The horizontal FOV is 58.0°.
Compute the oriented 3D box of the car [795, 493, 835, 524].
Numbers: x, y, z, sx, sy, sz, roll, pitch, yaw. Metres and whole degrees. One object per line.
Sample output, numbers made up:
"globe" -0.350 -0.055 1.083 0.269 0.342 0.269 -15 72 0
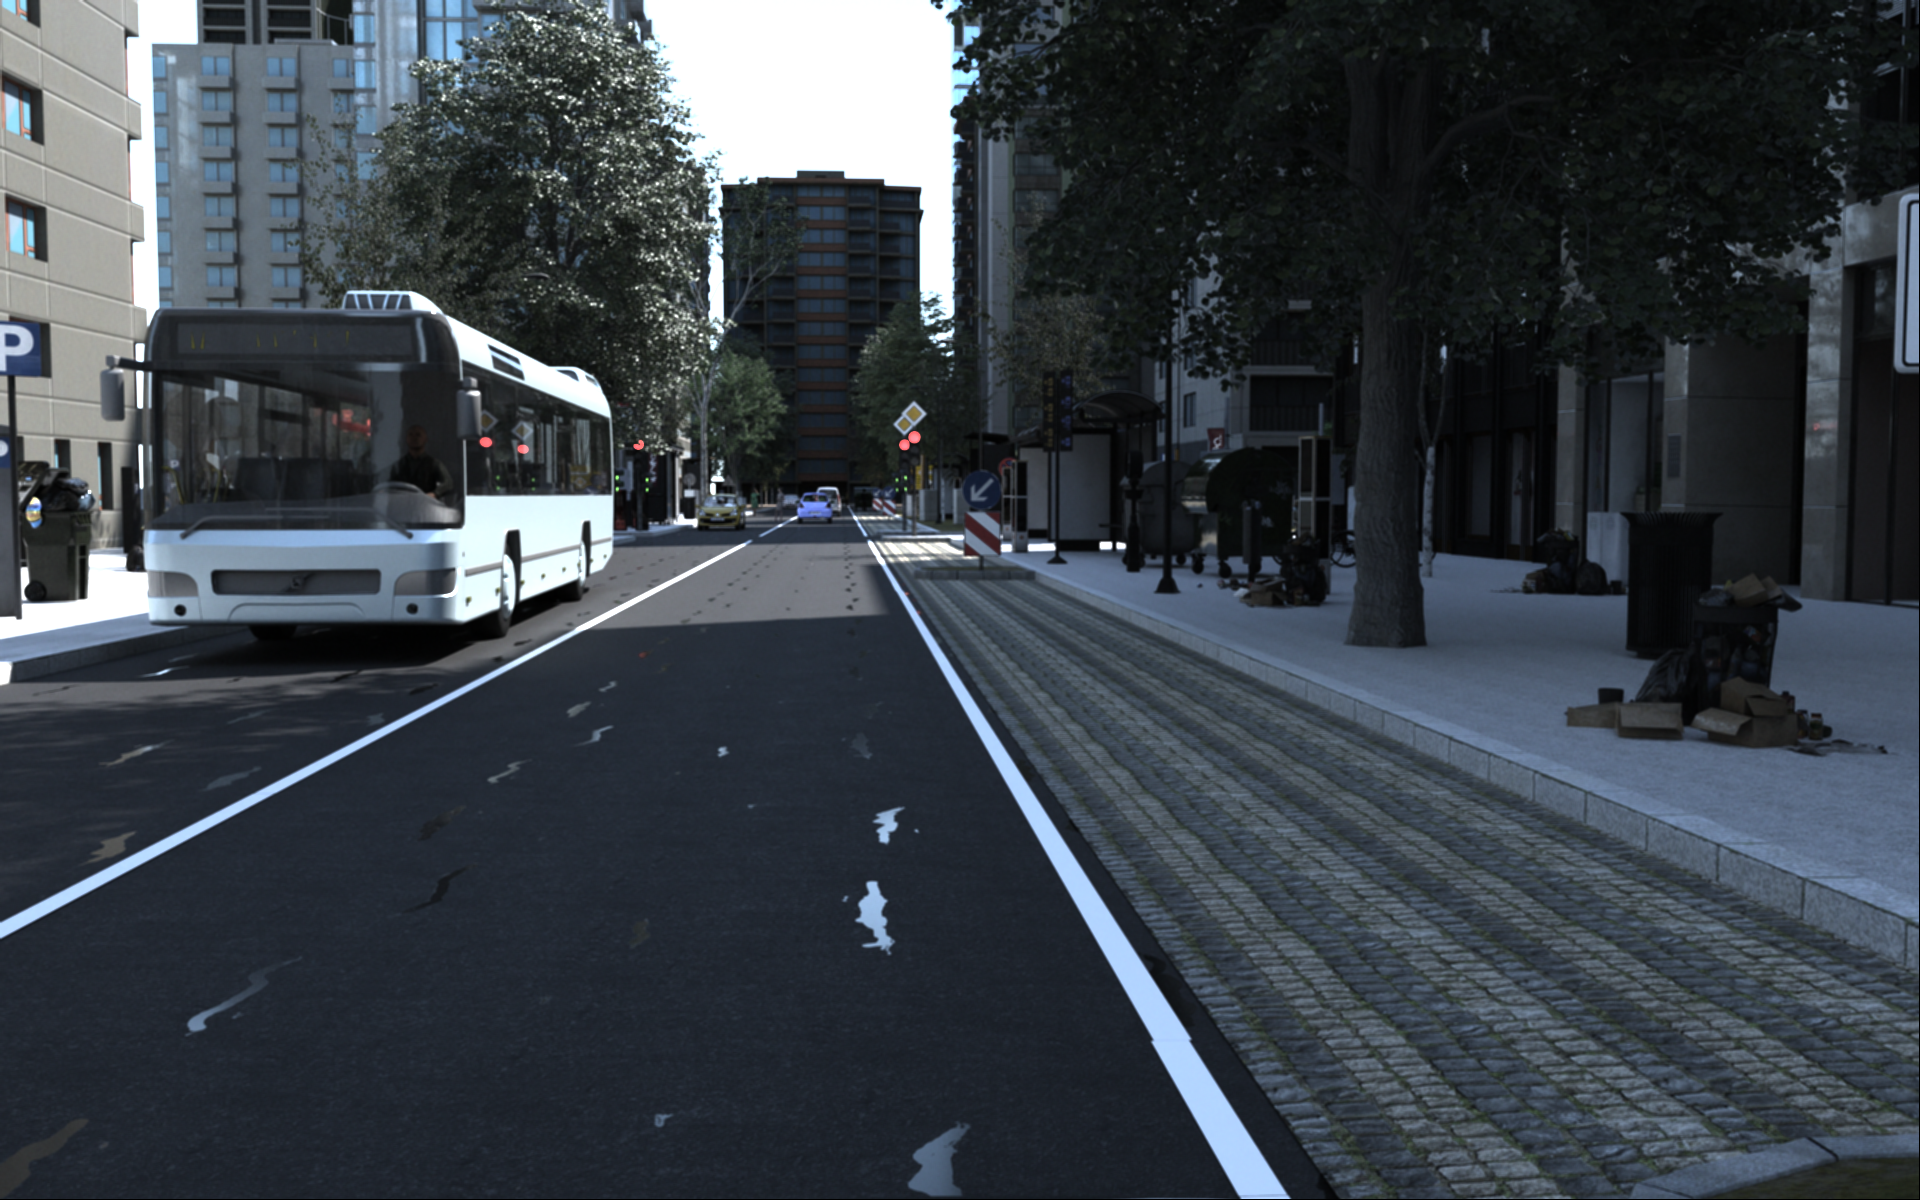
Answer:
"car" -7.152 -4.635 85.371 1.945 1.707 3.694 0 4 -5

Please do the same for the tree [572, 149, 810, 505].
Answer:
"tree" -15.461 -14.613 94.803 12.611 20.169 13.585 0 3 0

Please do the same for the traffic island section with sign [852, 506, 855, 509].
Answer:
"traffic island section with sign" -8.885 -9.366 161.763 1.989 1.847 2.006 0 4 -4

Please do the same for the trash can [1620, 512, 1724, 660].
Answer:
"trash can" 5.527 -0.113 13.495 0.748 1.137 0.748 0 3 0

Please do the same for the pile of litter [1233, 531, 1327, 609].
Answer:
"pile of litter" 3.738 -0.384 20.247 1.176 0.858 1.719 2 4 34

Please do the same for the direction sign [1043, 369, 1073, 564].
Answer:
"direction sign" 1.795 -2.440 31.895 0.379 3.537 0.876 -2 4 -33

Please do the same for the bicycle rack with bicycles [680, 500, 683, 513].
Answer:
"bicycle rack with bicycles" -18.541 -6.270 115.893 2.925 0.926 2.852 2 4 35

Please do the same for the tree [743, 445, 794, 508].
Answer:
"tree" -21.799 -15.042 196.294 4.737 8.622 4.395 0 3 0

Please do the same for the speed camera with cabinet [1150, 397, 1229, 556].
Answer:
"speed camera with cabinet" 4.845 -2.538 35.835 0.660 3.252 2.038 -3 5 -43

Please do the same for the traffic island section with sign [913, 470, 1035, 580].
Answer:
"traffic island section with sign" 0.205 -1.281 29.567 1.989 1.847 2.006 0 4 -4

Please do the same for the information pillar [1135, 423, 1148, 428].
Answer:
"information pillar" 5.022 -3.466 48.017 0.183 3.616 0.504 -2 4 -33

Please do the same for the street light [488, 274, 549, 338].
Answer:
"street light" -9.362 -3.919 36.610 1.470 5.913 1.316 0 4 -4

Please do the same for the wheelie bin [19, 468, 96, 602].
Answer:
"wheelie bin" -10.858 -0.794 20.888 0.693 1.594 0.980 0 4 -6

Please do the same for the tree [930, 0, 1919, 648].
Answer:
"tree" 3.745 -6.586 14.343 9.857 13.997 8.962 0 3 0

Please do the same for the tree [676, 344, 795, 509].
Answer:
"tree" -15.854 -11.893 120.214 9.928 11.665 9.643 0 3 0

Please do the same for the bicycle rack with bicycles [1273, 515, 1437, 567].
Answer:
"bicycle rack with bicycles" 7.058 -1.085 31.119 2.925 0.926 2.852 1 4 9

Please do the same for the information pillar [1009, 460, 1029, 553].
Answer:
"information pillar" 1.314 -2.048 37.979 0.304 2.012 0.304 -1 4 -14

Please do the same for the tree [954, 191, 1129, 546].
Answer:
"tree" 2.343 -5.609 42.067 4.360 8.622 3.978 0 3 0

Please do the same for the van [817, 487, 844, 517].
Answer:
"van" -8.342 -6.259 109.344 2.013 2.044 4.112 0 4 -4

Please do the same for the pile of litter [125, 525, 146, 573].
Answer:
"pile of litter" -13.240 -0.922 29.034 1.176 0.858 1.719 1 4 22

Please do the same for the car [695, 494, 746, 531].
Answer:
"car" -9.540 -3.613 69.289 2.015 1.641 3.980 0 4 -3

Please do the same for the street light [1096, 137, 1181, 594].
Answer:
"street light" 2.152 -3.042 22.285 1.470 5.913 1.316 0 4 -4

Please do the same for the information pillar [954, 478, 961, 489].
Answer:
"information pillar" -0.097 -4.476 77.676 0.304 2.012 0.304 0 4 5

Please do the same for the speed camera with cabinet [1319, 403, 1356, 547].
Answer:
"speed camera with cabinet" 8.499 -2.638 37.460 2.038 3.252 0.660 3 5 44

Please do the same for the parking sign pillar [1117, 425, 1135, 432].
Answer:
"parking sign pillar" 5.180 -3.890 52.076 1.447 3.967 1.447 2 4 29

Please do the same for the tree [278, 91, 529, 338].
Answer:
"tree" -10.568 -5.018 32.407 4.360 8.622 3.978 0 3 0

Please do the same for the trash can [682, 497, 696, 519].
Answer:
"trash can" -13.679 -4.642 87.551 0.748 1.137 0.748 0 3 0

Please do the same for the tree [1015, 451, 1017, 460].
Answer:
"tree" 2.913 -7.578 107.612 4.285 4.588 4.351 0 3 0

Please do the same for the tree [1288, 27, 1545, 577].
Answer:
"tree" 7.211 -4.677 26.838 4.360 8.622 3.978 0 3 0

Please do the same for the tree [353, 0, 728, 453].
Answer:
"tree" -10.363 -8.375 43.588 9.857 13.997 8.962 0 3 0

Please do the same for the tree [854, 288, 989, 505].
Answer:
"tree" -2.296 -10.888 96.139 7.486 12.596 7.792 0 3 0

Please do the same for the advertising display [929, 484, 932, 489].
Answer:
"advertising display" -1.510 -6.268 107.697 0.974 1.923 0.123 -3 5 -43

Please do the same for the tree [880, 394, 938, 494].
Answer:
"tree" -3.574 -10.171 116.662 4.737 8.622 4.395 0 3 0

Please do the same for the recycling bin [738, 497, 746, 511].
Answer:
"recycling bin" -16.579 -7.216 130.532 0.722 1.027 0.722 2 4 24

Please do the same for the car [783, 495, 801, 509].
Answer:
"car" -16.592 -9.642 170.016 2.083 1.381 4.827 0 4 -4

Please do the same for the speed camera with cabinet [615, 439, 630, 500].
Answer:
"speed camera with cabinet" -12.939 -4.187 62.797 2.038 3.252 0.660 2 4 28

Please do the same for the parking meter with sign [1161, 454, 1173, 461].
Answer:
"parking meter with sign" 8.907 -4.837 75.347 0.543 3.016 1.738 0 4 1

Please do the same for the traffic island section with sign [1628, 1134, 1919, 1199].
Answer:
"traffic island section with sign" 2.068 0.379 2.436 1.989 1.847 2.006 0 4 -4

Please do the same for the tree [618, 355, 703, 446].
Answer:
"tree" -14.054 -8.010 81.326 4.360 8.622 3.978 0 3 0

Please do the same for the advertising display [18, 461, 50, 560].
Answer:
"advertising display" -18.255 -1.754 33.891 0.974 1.923 0.123 1 4 11

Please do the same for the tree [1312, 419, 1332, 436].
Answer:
"tree" 14.559 -5.002 65.497 4.285 4.588 4.351 0 3 0

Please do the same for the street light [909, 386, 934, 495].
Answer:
"street light" -1.460 -6.242 74.601 1.470 5.913 1.316 0 4 -4

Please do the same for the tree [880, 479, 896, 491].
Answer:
"tree" -8.010 -11.997 190.753 1.663 3.219 1.824 0 3 0

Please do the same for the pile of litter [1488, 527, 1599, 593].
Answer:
"pile of litter" 7.819 -0.520 22.475 1.176 0.858 1.719 -3 5 -45

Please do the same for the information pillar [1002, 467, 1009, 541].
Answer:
"information pillar" 1.351 -2.612 47.203 0.304 2.012 0.304 2 4 28

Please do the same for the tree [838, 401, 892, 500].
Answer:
"tree" -9.059 -18.286 209.338 12.009 13.543 11.850 0 3 0

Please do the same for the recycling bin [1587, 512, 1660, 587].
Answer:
"recycling bin" 9.273 -0.713 24.213 0.722 1.027 0.722 -1 4 -17

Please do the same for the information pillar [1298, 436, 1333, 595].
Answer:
"information pillar" 4.533 -1.078 22.121 0.304 2.012 0.304 -2 4 -29

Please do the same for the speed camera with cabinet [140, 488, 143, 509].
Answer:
"speed camera with cabinet" -24.161 -3.445 50.659 0.660 3.252 2.038 -3 5 -40

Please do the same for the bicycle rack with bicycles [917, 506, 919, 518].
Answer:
"bicycle rack with bicycles" -1.107 -4.866 92.947 2.925 0.926 2.852 -2 4 -32

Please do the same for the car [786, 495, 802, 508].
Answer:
"car" -16.879 -10.039 176.720 1.945 1.354 3.894 0 4 -4

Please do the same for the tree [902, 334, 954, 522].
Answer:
"tree" -0.539 -7.965 80.585 4.360 8.622 3.978 0 3 0

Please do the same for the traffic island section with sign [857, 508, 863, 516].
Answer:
"traffic island section with sign" -5.481 -6.332 112.157 1.989 1.847 2.006 0 4 -4

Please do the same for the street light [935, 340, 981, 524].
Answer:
"street light" 0.062 -4.875 52.251 1.470 5.913 1.316 0 4 -4

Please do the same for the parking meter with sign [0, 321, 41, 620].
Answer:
"parking meter with sign" -10.177 -1.338 18.141 1.738 3.016 0.543 3 5 45

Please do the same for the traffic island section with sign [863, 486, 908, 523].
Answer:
"traffic island section with sign" -3.596 -4.658 84.788 1.989 1.847 2.006 0 4 -4

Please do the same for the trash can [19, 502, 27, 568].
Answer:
"trash can" -16.537 -1.143 30.348 0.748 1.137 0.748 0 3 0

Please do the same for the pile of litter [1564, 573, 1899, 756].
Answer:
"pile of litter" 4.003 0.291 9.200 1.176 0.858 1.719 -1 4 -17

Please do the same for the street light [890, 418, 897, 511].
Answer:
"street light" -3.555 -8.075 104.567 1.470 5.913 1.316 0 4 -4
